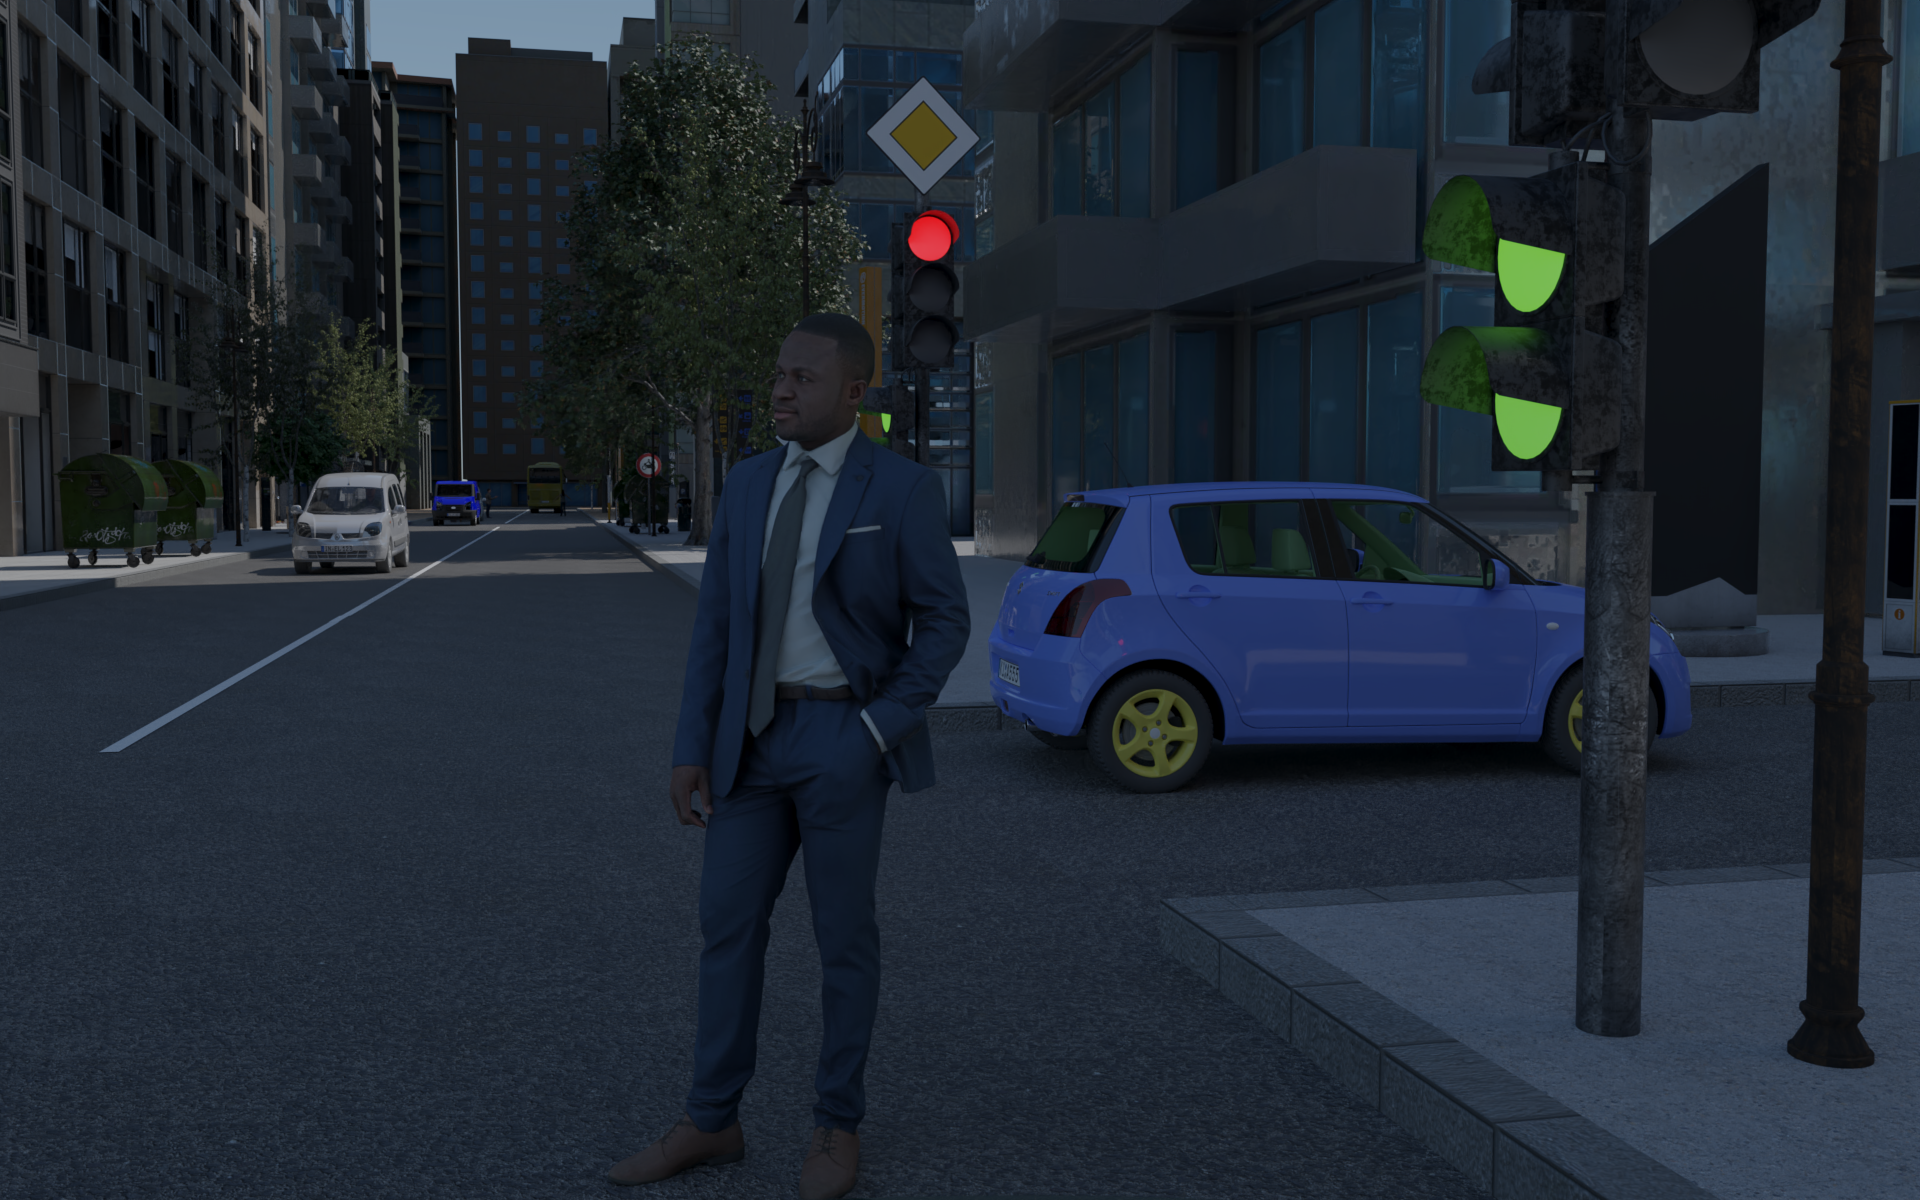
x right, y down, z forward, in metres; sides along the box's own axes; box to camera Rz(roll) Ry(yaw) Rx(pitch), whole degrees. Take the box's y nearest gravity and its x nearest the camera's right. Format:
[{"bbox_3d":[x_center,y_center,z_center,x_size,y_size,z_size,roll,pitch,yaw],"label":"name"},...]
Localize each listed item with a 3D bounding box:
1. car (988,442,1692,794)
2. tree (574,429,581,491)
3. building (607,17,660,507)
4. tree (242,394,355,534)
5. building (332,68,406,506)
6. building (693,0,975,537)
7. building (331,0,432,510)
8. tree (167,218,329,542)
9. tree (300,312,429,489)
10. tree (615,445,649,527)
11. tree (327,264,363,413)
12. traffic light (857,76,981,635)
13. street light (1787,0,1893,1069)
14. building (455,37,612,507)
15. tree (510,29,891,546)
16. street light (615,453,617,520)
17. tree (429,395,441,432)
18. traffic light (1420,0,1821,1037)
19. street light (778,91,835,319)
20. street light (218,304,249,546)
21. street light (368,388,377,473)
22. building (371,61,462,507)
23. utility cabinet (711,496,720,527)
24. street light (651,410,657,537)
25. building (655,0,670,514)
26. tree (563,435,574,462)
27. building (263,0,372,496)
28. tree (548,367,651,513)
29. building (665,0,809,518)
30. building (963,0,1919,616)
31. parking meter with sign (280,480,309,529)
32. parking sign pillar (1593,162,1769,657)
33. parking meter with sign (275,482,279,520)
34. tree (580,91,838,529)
[{"bbox_3d":[2.020,0.019,9.274,3.694,1.707,1.945,-1,4,-12],"label":"car"},{"bbox_3d":[-11.573,-6.904,63.250,4.737,8.622,4.395,0,3,0],"label":"tree"},{"bbox_3d":[-26.207,-34.176,182.482,21.600,48.544,21.300,-1,4,-13],"label":"building"},{"bbox_3d":[-21.568,-4.452,56.496,4.285,4.588,4.351,0,3,0],"label":"tree"},{"bbox_3d":[-45.659,-21.125,117.102,14.160,30.474,14.107,-1,4,-13],"label":"building"},{"bbox_3d":[2.049,-46.021,65.118,22.319,86.520,31.000,-1,4,-13],"label":"building"},{"bbox_3d":[-59.575,-50.423,137.080,31.000,86.520,22.319,-1,4,-13],"label":"building"},{"bbox_3d":[-19.326,-5.890,46.663,4.360,8.622,3.978,0,3,0],"label":"tree"},{"bbox_3d":[-24.971,-7.388,71.151,4.737,8.622,4.395,0,3,0],"label":"tree"},{"bbox_3d":[-12.406,-4.435,67.115,1.663,3.219,1.824,0,3,0],"label":"tree"},{"bbox_3d":[-19.948,-6.187,51.525,4.360,8.622,3.978,0,3,0],"label":"tree"},{"bbox_3d":[-0.277,-1.400,11.819,0.839,4.253,0.868,-1,4,-13],"label":"traffic light"},{"bbox_3d":[1.986,-1.895,3.774,0.468,5.910,1.993,-1,4,-13],"label":"street light"},{"bbox_3d":[-42.811,-32.092,174.821,14.200,45.320,14.600,-1,4,-13],"label":"building"},{"bbox_3d":[-6.352,-7.716,43.158,9.611,12.733,9.660,0,3,0],"label":"tree"},{"bbox_3d":[-16.807,-6.835,84.542,0.468,5.910,1.993,-1,4,-13],"label":"street light"},{"bbox_3d":[-27.781,-8.185,84.191,4.737,8.622,4.395,0,3,0],"label":"tree"},{"bbox_3d":[1.537,-0.925,4.042,0.839,4.253,0.868,-1,4,-13],"label":"traffic light"},{"bbox_3d":[-1.813,-2.914,20.432,0.468,5.910,1.993,-1,4,-13],"label":"street light"},{"bbox_3d":[-17.718,-4.256,42.366,0.468,5.910,1.993,-1,4,-13],"label":"street light"},{"bbox_3d":[-25.379,-6.251,74.997,0.468,5.910,1.993,-1,4,-13],"label":"street light"},{"bbox_3d":[-65.311,-31.793,174.444,28.867,44.769,22.147,-1,4,-13],"label":"building"},{"bbox_3d":[-8.055,-2.764,56.347,0.306,1.237,1.020,0,4,6],"label":"utility cabinet"},{"bbox_3d":[-9.251,-4.858,52.211,0.468,5.910,1.993,-1,4,-13],"label":"street light"},{"bbox_3d":[-10.619,-35.412,120.983,21.231,58.520,28.212,-1,4,-13],"label":"building"},{"bbox_3d":[-20.964,-9.398,104.019,4.737,8.622,4.395,0,3,0],"label":"tree"},{"bbox_3d":[-45.535,-28.979,93.411,23.786,49.044,30.456,-1,4,-13],"label":"building"},{"bbox_3d":[-24.610,-12.200,117.602,7.486,12.596,7.792,0,3,0],"label":"tree"},{"bbox_3d":[-9.933,-25.453,99.747,14.154,41.232,14.086,-1,4,-13],"label":"building"},{"bbox_3d":[14.952,-24.985,28.120,30.456,49.044,23.786,-1,4,-13],"label":"building"},{"bbox_3d":[-24.098,-4.090,63.131,0.543,3.016,1.738,-3,5,-43],"label":"parking meter with sign"},{"bbox_3d":[5.889,-1.573,14.193,1.447,3.967,1.447,-1,4,-15],"label":"parking sign pillar"},{"bbox_3d":[-31.110,-5.074,79.225,1.738,3.016,0.543,-1,4,-23],"label":"parking meter with sign"},{"bbox_3d":[-4.302,-4.992,31.989,4.737,8.622,4.395,0,3,0],"label":"tree"}]
